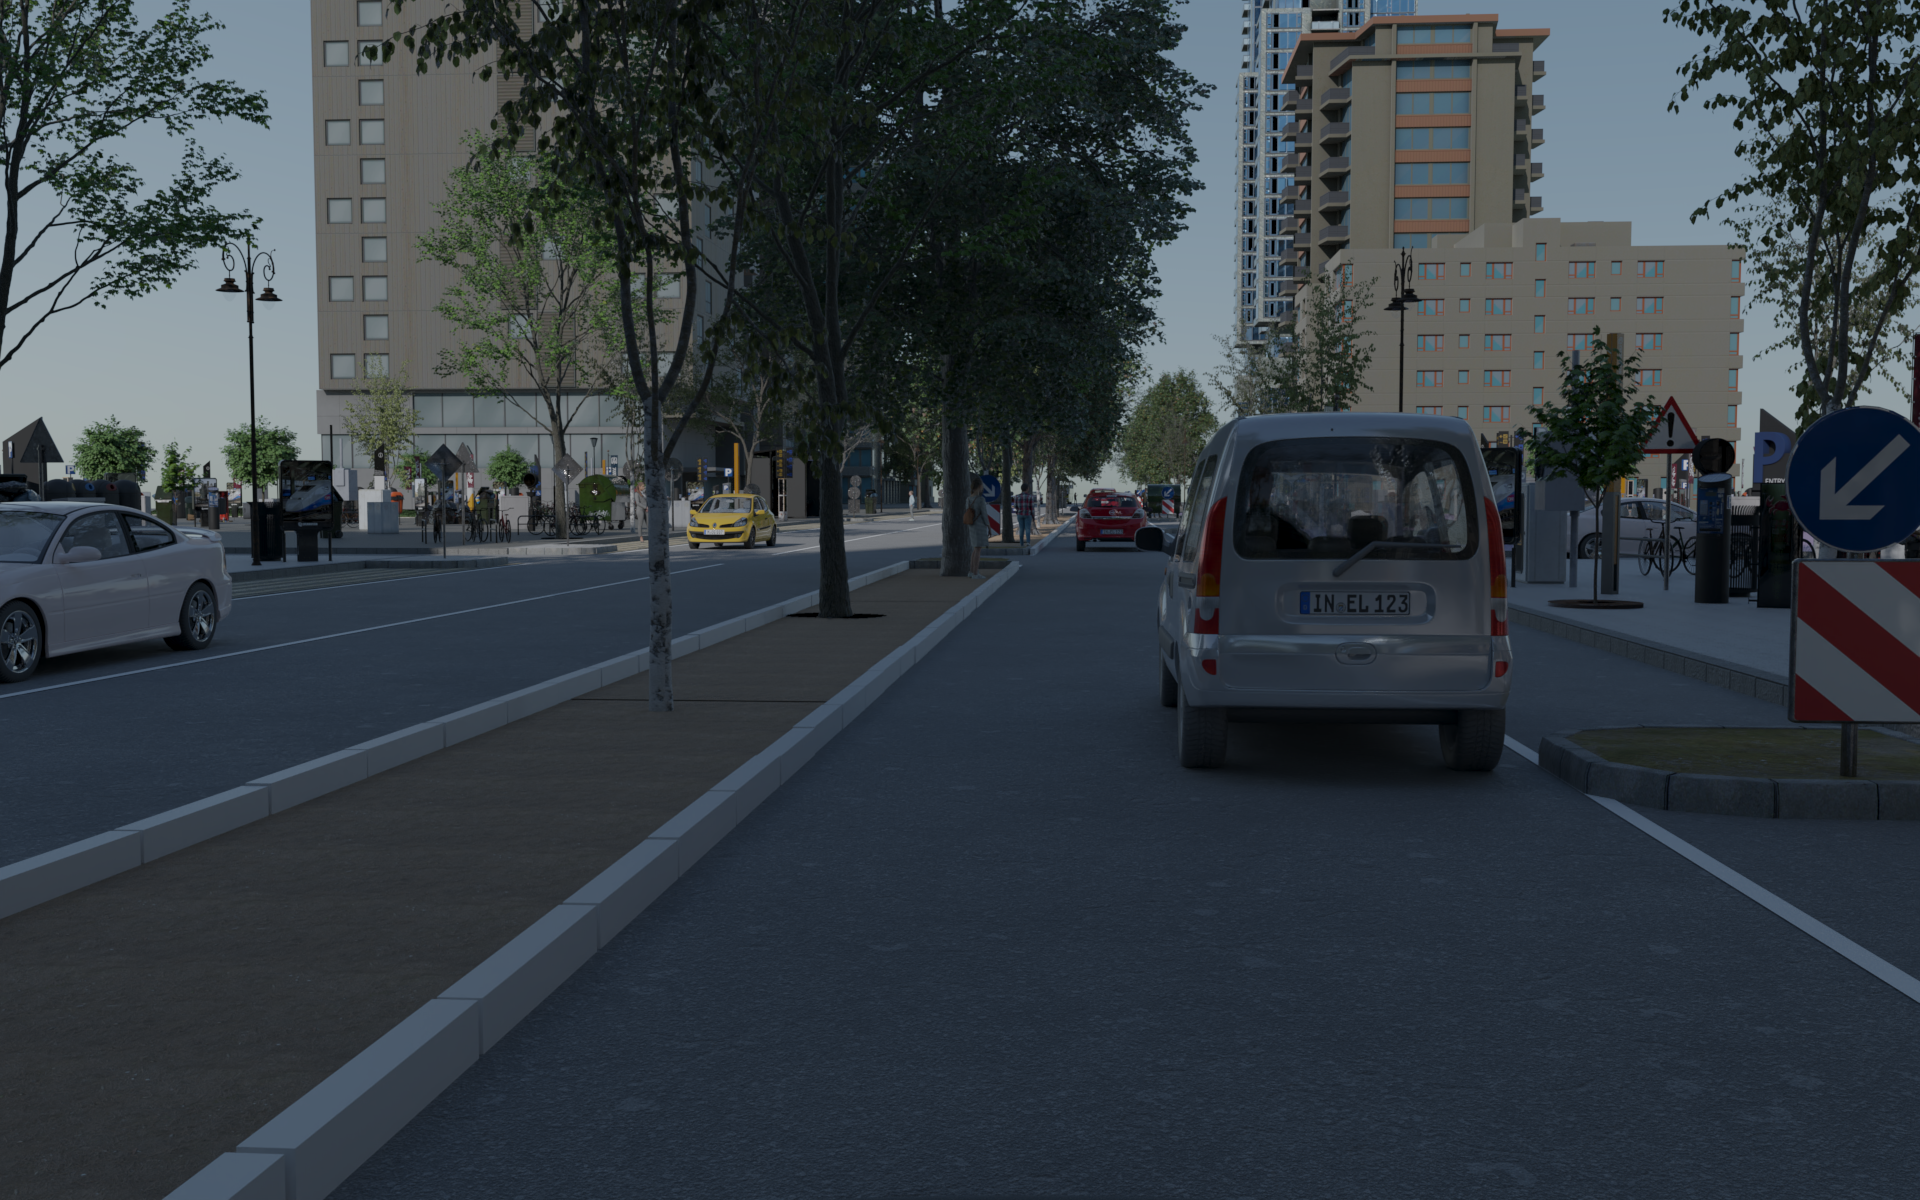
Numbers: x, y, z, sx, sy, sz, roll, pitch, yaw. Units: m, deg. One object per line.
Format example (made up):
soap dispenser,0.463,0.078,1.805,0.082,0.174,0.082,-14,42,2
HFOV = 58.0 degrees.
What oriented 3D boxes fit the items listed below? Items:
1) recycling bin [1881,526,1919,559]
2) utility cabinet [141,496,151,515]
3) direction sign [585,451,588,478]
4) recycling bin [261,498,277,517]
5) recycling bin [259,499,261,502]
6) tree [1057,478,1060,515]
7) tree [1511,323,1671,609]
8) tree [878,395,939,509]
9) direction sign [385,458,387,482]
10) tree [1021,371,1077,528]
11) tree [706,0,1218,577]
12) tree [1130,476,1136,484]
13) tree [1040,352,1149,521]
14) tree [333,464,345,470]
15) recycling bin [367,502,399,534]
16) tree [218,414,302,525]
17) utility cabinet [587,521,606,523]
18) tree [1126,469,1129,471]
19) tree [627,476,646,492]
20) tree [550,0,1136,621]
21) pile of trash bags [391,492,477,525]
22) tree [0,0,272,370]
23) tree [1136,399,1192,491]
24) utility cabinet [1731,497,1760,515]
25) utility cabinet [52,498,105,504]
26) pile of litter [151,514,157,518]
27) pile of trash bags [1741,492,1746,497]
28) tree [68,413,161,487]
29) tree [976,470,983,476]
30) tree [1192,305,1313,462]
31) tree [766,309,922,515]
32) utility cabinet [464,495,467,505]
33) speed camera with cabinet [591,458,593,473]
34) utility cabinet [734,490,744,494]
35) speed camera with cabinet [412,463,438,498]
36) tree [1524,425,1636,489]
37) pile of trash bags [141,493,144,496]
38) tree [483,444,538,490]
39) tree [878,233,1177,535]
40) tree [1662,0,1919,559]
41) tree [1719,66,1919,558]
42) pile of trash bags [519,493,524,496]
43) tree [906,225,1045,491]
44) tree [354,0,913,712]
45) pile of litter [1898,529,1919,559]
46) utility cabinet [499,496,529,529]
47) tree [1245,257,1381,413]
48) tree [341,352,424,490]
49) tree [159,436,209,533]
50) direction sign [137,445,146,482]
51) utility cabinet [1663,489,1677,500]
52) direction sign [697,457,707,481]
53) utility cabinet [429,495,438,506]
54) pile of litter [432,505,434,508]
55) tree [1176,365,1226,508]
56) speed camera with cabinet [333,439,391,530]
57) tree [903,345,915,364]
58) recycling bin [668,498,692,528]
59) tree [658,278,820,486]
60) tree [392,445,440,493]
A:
recycling bin,13.449,-0.757,24.933,0.722,1.027,0.722,1,4,20
utility cabinet,-31.670,-3.398,66.727,1.020,1.237,0.306,1,4,20
direction sign,-19.916,-6.136,92.321,0.379,3.537,0.876,-1,4,-20
recycling bin,-40.924,-5.539,103.121,0.722,1.027,0.722,2,4,33
recycling bin,-48.113,-6.546,119.580,0.722,1.027,0.722,-2,4,-35
tree,6.327,-10.782,113.158,8.767,10.594,7.601,0,4,5
tree,7.130,-1.537,19.736,1.663,3.219,1.824,0,3,0
tree,-3.296,-13.090,148.431,8.767,10.594,7.601,1,4,16
direction sign,-36.021,-7.100,108.078,0.876,3.537,0.379,2,4,34
tree,3.343,-7.363,73.209,4.360,8.622,3.978,0,3,0
tree,-0.013,-7.371,29.621,9.857,13.997,8.962,0,3,0
tree,20.964,-14.497,187.392,4.360,8.622,3.978,0,3,0
tree,4.888,-11.014,92.901,12.009,13.543,11.850,0,3,0
tree,-36.863,-6.571,102.043,1.663,3.219,1.824,0,3,0
recycling bin,-18.664,-2.658,56.020,0.722,1.027,0.722,2,4,30
tree,-28.792,-5.356,71.285,4.285,4.588,4.351,0,3,0
utility cabinet,-16.287,-4.043,77.273,1.020,1.237,0.306,2,4,30
tree,27.837,-19.586,270.599,4.360,8.622,3.978,0,3,0
tree,-21.007,-7.206,112.415,1.663,3.219,1.824,0,3,0
tree,-1.547,-5.602,19.811,9.928,11.665,9.643,0,3,0
pile of trash bags,-22.376,-3.868,72.992,3.447,1.369,1.912,-3,5,-42
tree,-13.405,-5.970,23.366,9.928,11.665,9.643,0,3,0
tree,16.583,-11.207,133.589,4.360,8.622,3.978,0,3,0
utility cabinet,19.131,-1.917,42.510,1.020,1.237,0.306,3,4,38
utility cabinet,-14.979,-1.119,29.464,0.306,1.237,1.020,0,4,7
pile of litter,-46.996,-5.231,99.497,1.176,0.858,1.719,3,4,38
pile of trash bags,42.794,-5.068,92.616,1.912,1.369,3.447,0,4,-5
tree,-34.447,-5.311,70.554,4.285,4.588,4.351,0,3,0
tree,2.012,-14.300,217.518,4.285,4.588,4.351,0,3,0
tree,11.761,-7.215,68.325,4.360,8.622,3.978,0,3,0
tree,-7.412,-12.054,107.446,12.009,13.543,11.850,0,3,0
utility cabinet,-32.461,-6.313,114.372,0.306,1.237,1.020,1,4,10
speed camera with cabinet,-19.381,-6.126,94.496,2.038,3.252,0.660,1,4,21
utility cabinet,-12.692,-5.644,100.951,0.318,1.500,1.173,2,4,34
speed camera with cabinet,-34.640,-7.204,112.121,0.660,3.252,2.038,1,4,19
tree,24.475,-5.285,70.122,4.285,4.588,4.351,0,3,0
pile of trash bags,-44.093,-4.941,90.530,1.912,1.369,3.447,1,4,22
tree,-28.966,-7.789,111.061,4.285,4.588,4.351,0,3,0
tree,2.355,-8.604,60.132,9.611,12.733,9.660,0,3,0
tree,7.531,-3.912,14.325,4.737,8.622,4.395,0,3,0
tree,15.467,-4.901,30.491,4.360,8.622,3.978,0,3,0
pile of trash bags,-28.622,-5.933,106.763,3.447,1.369,1.912,-1,4,-22
tree,0.593,-5.520,43.074,4.737,8.622,4.395,0,3,0
tree,-1.971,-3.552,10.900,4.360,8.622,3.978,0,3,0
pile of litter,11.909,-0.463,21.529,1.719,0.858,1.176,3,5,41
utility cabinet,-16.440,-3.223,63.851,1.020,1.237,0.306,-2,4,-31
tree,11.294,-6.361,54.370,4.737,8.622,4.395,0,3,0
tree,-29.306,-8.454,88.582,4.737,8.622,4.395,0,3,0
tree,-26.249,-3.866,57.815,1.663,3.219,1.824,0,3,0
direction sign,-35.753,-5.084,75.113,0.876,3.537,0.379,0,4,-2
utility cabinet,29.541,-3.866,71.895,1.173,1.500,0.318,-3,4,-38
direction sign,-15.936,-7.047,107.209,0.876,3.537,0.379,3,5,40
utility cabinet,-26.128,-4.627,86.816,1.020,1.237,0.306,-2,4,-33
pile of litter,-23.585,-3.923,78.114,1.719,0.858,1.176,0,4,3
tree,19.475,-14.512,154.286,9.611,12.733,9.660,0,3,0
speed camera with cabinet,-21.330,-4.124,61.766,2.038,3.252,0.660,1,4,16
tree,0.369,-19.629,176.823,12.611,20.169,13.585,0,3,0
recycling bin,-10.720,-3.271,66.038,0.722,1.027,0.722,-2,4,-29
tree,-9.356,-8.637,75.628,8.767,10.594,7.601,0,4,-4
tree,-36.379,-8.111,116.327,4.285,4.588,4.351,0,3,0
